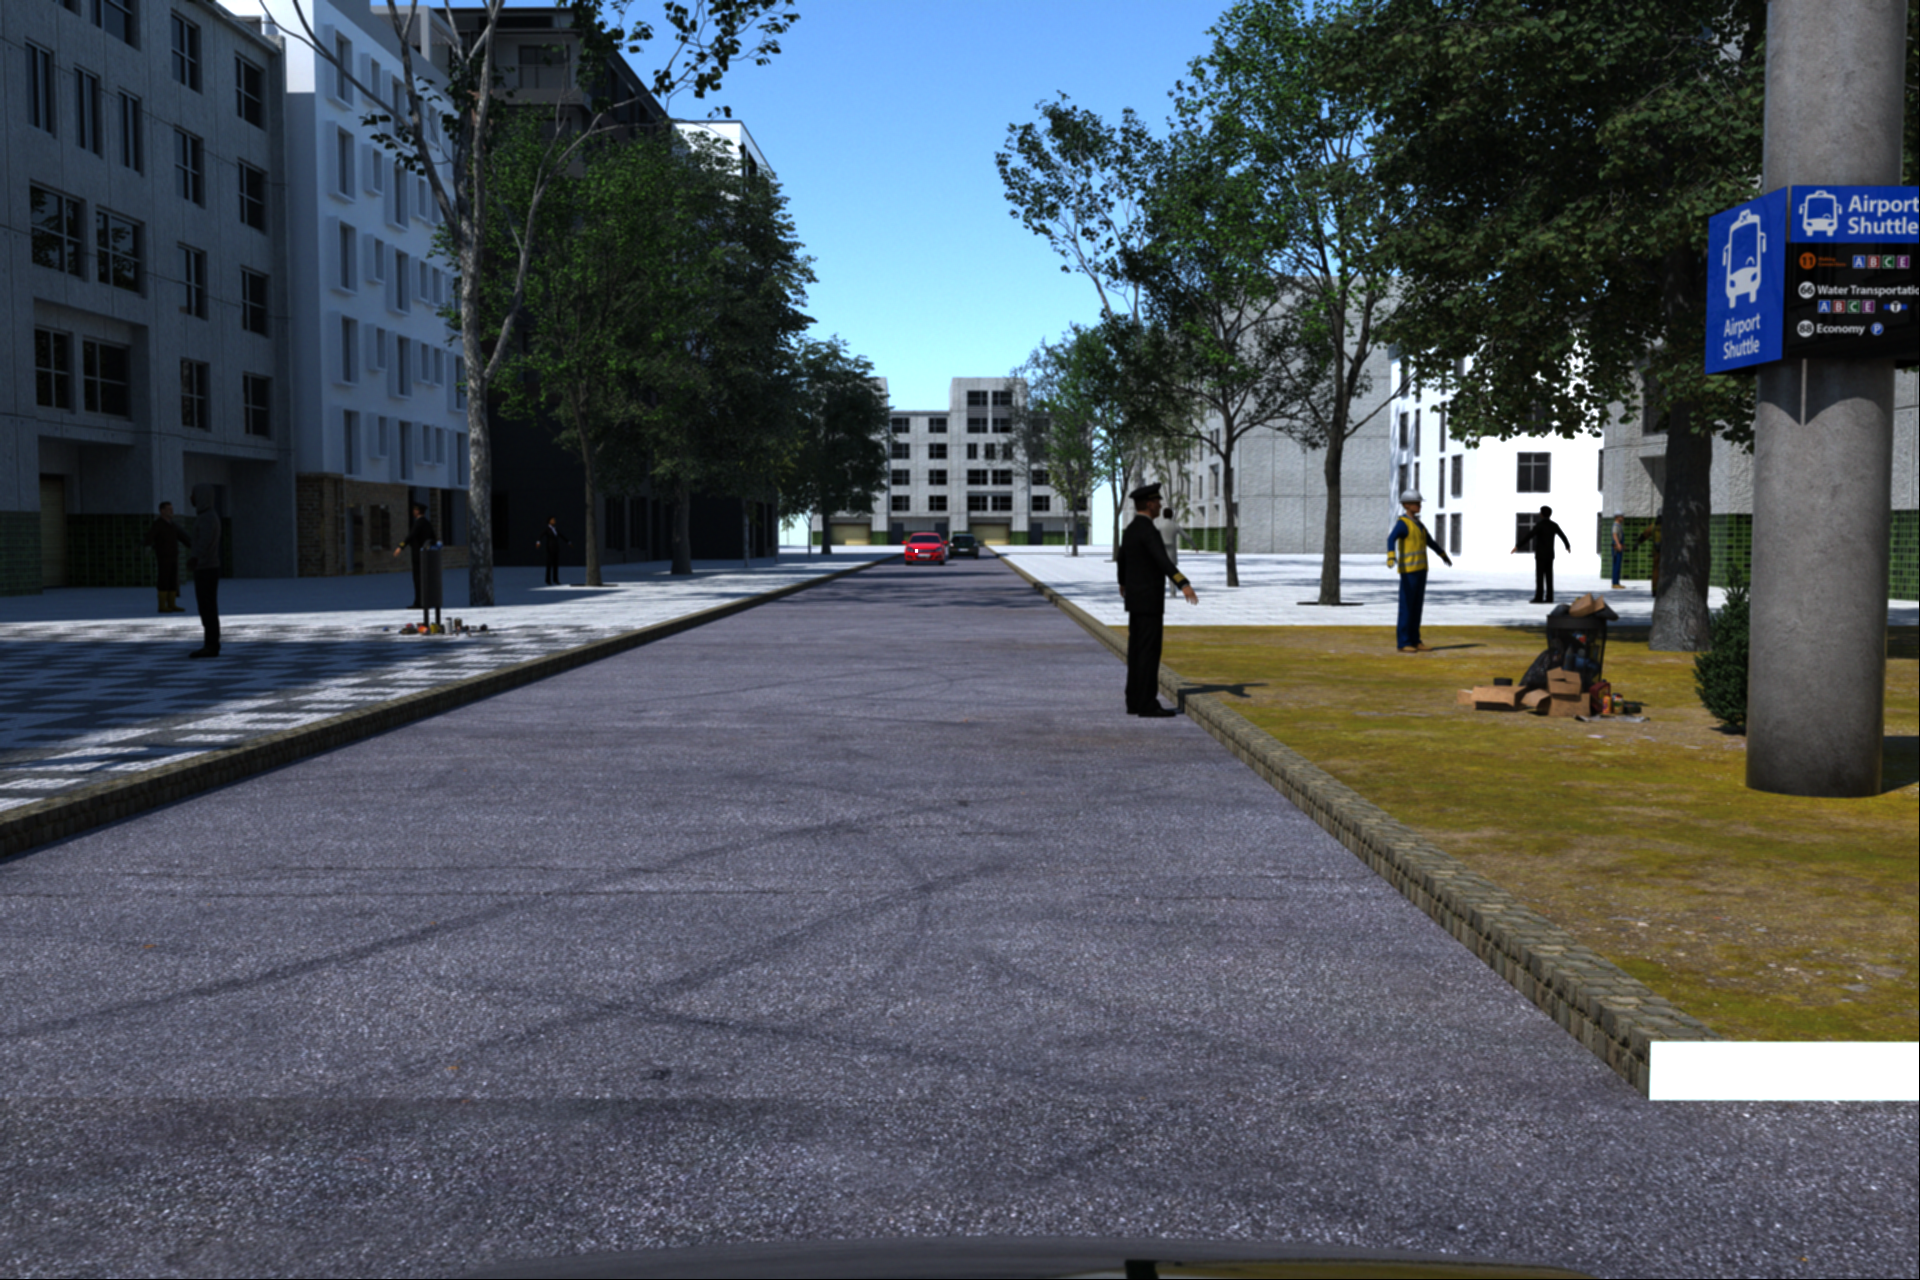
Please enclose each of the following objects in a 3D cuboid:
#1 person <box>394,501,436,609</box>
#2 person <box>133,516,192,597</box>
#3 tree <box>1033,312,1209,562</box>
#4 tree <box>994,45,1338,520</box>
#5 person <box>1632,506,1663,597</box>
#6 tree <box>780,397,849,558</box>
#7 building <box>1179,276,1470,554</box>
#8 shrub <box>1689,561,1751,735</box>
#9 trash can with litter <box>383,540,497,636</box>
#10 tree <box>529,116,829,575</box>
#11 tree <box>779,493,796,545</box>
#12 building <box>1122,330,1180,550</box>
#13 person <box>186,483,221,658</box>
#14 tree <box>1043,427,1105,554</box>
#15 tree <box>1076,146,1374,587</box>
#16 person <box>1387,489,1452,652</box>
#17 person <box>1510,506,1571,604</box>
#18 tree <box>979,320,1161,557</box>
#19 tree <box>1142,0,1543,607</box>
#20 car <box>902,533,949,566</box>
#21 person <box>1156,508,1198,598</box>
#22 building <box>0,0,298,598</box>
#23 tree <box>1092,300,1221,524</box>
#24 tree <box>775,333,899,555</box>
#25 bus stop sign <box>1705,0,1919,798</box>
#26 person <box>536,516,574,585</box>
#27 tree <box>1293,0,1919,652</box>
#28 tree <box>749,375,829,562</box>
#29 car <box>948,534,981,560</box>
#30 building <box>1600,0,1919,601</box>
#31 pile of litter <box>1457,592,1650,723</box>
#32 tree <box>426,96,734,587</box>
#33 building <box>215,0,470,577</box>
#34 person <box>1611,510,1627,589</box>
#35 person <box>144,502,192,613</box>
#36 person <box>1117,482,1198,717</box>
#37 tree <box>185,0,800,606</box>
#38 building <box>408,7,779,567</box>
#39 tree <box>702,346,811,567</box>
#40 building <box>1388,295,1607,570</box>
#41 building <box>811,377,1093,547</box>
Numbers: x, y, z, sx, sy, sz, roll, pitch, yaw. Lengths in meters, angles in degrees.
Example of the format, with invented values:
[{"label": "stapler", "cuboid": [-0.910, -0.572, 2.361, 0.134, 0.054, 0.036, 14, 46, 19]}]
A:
[{"label": "person", "cuboid": [-9.253, -1.450, 29.635, 0.705, 1.837, 1.347, 1, 4, 10]}, {"label": "person", "cuboid": [-16.076, -1.769, 35.190, 0.705, 1.796, 1.348, 3, 5, 44]}, {"label": "tree", "cuboid": [7.406, -9.436, 80.029, 9.928, 11.665, 9.643, 0, 3, 0]}, {"label": "tree", "cuboid": [8.253, -12.891, 66.654, 12.611, 20.169, 13.585, 0, 3, 0]}, {"label": "person", "cuboid": [14.236, -1.792, 35.069, 0.705, 1.858, 1.354, -3, 5, -43]}, {"label": "tree", "cuboid": [-8.194, -8.743, 93.317, 4.360, 8.622, 3.978, 0, 3, 0]}, {"label": "building", "cuboid": [26.455, -15.947, 127.185, 16.747, 18.905, 31.486, 0, 4, 0]}, {"label": "shrub", "cuboid": [5.162, 0.007, 11.002, 1.383, 1.207, 1.383, 0, 3, 0]}, {"label": "trash can with litter", "cuboid": [-6.739, -0.720, 22.823, 1.678, 1.210, 2.233, 0, 4, 0]}, {"label": "tree", "cuboid": [-8.831, -9.064, 54.854, 9.857, 13.997, 8.962, 0, 3, 0]}, {"label": "tree", "cuboid": [-19.774, -15.040, 196.269, 4.737, 8.622, 4.395, 0, 3, 0]}, {"label": "building", "cuboid": [24.695, -17.876, 158.735, 16.747, 18.905, 31.486, 0, 3, 0]}, {"label": "person", "cuboid": [-7.889, -0.729, 18.048, 0.705, 1.813, 1.348, -1, 4, -20]}, {"label": "tree", "cuboid": [6.963, -9.785, 110.348, 4.737, 8.622, 4.395, 0, 3, 0]}, {"label": "tree", "cuboid": [6.312, -6.577, 41.943, 7.601, 10.594, 8.767, 0, 4, 4]}, {"label": "person", "cuboid": [4.991, -0.758, 18.864, 1.216, 1.772, 0.721, -3, 5, -44]}, {"label": "person", "cuboid": [10.802, -1.582, 32.053, 1.347, 1.806, 0.705, -1, 4, -21]}, {"label": "tree", "cuboid": [6.635, -11.511, 98.581, 12.009, 13.543, 11.850, 0, 3, 0]}, {"label": "tree", "cuboid": [6.770, -6.424, 30.781, 9.928, 11.665, 9.643, 0, 3, 0]}, {"label": "car", "cuboid": [-1.599, -4.343, 80.051, 2.155, 1.783, 4.494, 0, 4, 0]}, {"label": "person", "cuboid": [4.166, -1.755, 34.873, 1.347, 1.806, 0.705, -1, 4, -10]}, {"label": "building", "cuboid": [-27.770, -10.273, 34.424, 16.747, 18.905, 31.486, 0, 3, 0]}, {"label": "tree", "cuboid": [6.849, -6.324, 53.766, 4.360, 8.622, 3.978, 0, 3, 0]}, {"label": "tree", "cuboid": [-8.470, -12.333, 108.299, 9.857, 13.997, 8.962, 0, 3, 0]}, {"label": "bus stop sign", "cuboid": [4.293, -1.198, 8.605, 0.837, 3.901, 0.837, 0, 4, -1]}, {"label": "person", "cuboid": [-10.221, -2.259, 43.654, 0.721, 1.740, 1.216, 2, 4, 34]}, {"label": "tree", "cuboid": [7.937, -6.862, 18.846, 9.857, 13.997, 8.962, 0, 3, 0]}, {"label": "tree", "cuboid": [-8.603, -7.868, 79.001, 4.360, 8.622, 3.978, 0, 3, 0]}, {"label": "car", "cuboid": [0.208, -5.419, 98.393, 2.009, 1.686, 4.222, 0, 4, 1]}, {"label": "building", "cuboid": [26.636, -10.215, 33.477, 16.747, 18.905, 31.486, 0, 4, 1]}, {"label": "pile of litter", "cuboid": [4.291, 0.084, 12.589, 1.176, 0.858, 1.719, 0, 4, 0]}, {"label": "tree", "cuboid": [-9.131, -7.122, 42.203, 9.928, 11.665, 9.643, 0, 3, 0]}, {"label": "building", "cuboid": [-23.591, -12.014, 52.844, 16.016, 20.090, 11.380, 0, 4, -1]}, {"label": "person", "cuboid": [15.483, -2.130, 40.690, 0.705, 1.847, 1.347, 2, 4, 25]}, {"label": "person", "cuboid": [-12.971, -1.361, 28.390, 0.704, 1.812, 1.346, 1, 4, 10]}, {"label": "person", "cuboid": [1.491, -0.322, 13.664, 0.705, 1.837, 1.347, -1, 4, -17]}, {"label": "tree", "cuboid": [-8.780, -10.584, 28.931, 12.611, 20.169, 13.585, 0, 3, 0]}, {"label": "building", "cuboid": [-24.784, -14.685, 84.079, 27.936, 21.610, 32.646, 0, 4, 1]}, {"label": "tree", "cuboid": [-7.978, -7.102, 66.484, 4.737, 8.622, 4.395, 0, 3, 0]}, {"label": "building", "cuboid": [23.467, -7.428, 63.598, 9.099, 9.664, 28.070, 0, 4, 1]}, {"label": "building", "cuboid": [-1.115, -20.373, 202.007, 31.486, 18.905, 16.747, 0, 4, -2]}]
